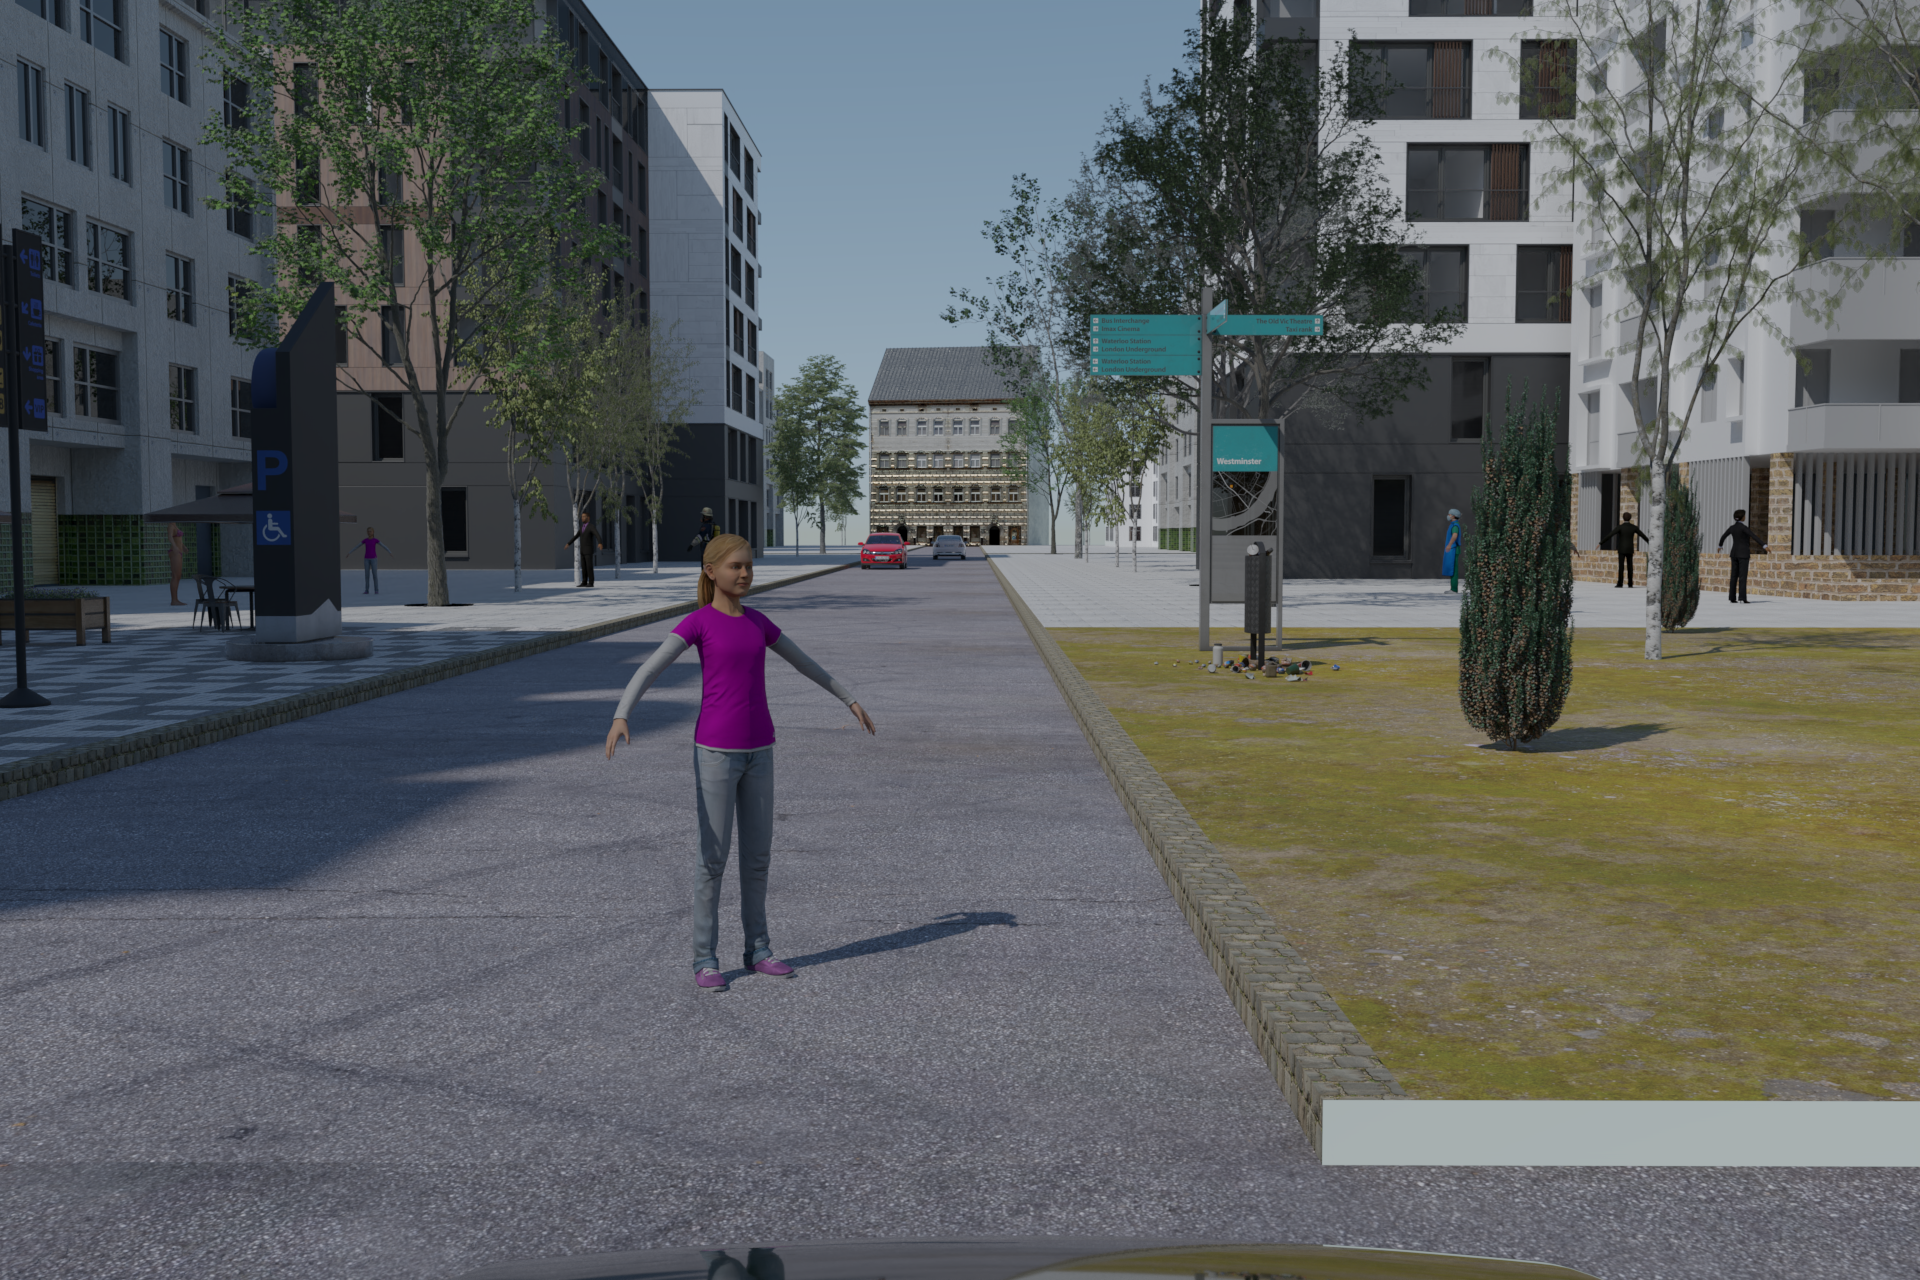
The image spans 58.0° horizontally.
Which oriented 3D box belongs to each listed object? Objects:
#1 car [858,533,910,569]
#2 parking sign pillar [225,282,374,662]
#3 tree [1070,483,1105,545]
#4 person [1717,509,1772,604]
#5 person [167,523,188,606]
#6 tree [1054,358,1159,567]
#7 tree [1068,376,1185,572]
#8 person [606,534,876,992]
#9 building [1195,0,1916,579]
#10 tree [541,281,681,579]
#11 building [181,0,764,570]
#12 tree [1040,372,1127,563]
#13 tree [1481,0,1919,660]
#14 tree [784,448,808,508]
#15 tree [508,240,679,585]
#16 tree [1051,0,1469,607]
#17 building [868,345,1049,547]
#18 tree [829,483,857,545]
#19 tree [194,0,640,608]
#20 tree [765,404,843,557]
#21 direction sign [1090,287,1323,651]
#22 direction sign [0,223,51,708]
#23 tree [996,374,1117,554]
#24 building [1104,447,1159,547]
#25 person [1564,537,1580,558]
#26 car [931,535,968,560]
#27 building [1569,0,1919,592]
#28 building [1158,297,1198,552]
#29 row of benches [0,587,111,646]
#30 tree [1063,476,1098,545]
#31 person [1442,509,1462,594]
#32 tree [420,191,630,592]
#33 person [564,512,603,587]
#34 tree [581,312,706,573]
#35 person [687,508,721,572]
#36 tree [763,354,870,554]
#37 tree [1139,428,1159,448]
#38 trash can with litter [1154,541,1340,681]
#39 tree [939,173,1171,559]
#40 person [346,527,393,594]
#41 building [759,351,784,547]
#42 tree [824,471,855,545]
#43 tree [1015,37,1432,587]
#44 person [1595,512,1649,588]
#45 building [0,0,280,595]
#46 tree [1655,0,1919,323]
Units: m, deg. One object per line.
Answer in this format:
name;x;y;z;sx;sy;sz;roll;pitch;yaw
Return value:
car;-3.114;-3.815;71.410;2.155;1.783;4.494;0;3;0
parking sign pillar;-6.876;-1.803;17.946;1.447;3.967;1.447;0;3;0
tree;14.364;-14.965;195.043;4.737;8.622;4.395;0;3;0
person;14.473;-1.547;32.020;0.721;1.740;1.216;-1;4;-22
person;-14.045;-1.491;31.189;0.721;1.733;1.217;-1;4;-17
tree;5.863;-7.119;66.753;4.737;8.622;4.395;0;3;0
tree;5.805;-6.590;58.104;4.737;8.622;4.395;0;3;0
person;-0.689;0.380;5.505;0.991;1.433;0.599;-3;5;-40
building;22.556;-13.509;64.846;27.936;21.610;32.646;0;4;0
tree;-9.629;-6.074;49.679;4.360;8.622;3.978;0;3;0
building;-24.830;-14.304;77.851;27.936;21.610;32.646;0;4;1
tree;5.657;-7.767;77.346;4.737;8.622;4.395;0;3;0
tree;6.865;-4.106;17.500;4.360;8.622;3.978;0;3;0
tree;-21.865;-17.514;196.716;12.009;13.543;11.850;0;3;0
tree;-9.882;-5.726;43.985;4.360;8.622;3.978;0;3;0
tree;5.087;-5.860;30.218;7.601;10.594;8.767;0;4;2
building;0.284;-22.534;201.823;18.063;23.208;19.493;1;4;10
tree;-13.177;-15.387;201.939;4.360;8.622;3.978;0;3;0
tree;-9.330;-6.406;30.500;9.928;11.665;9.643;0;3;0
tree;-9.035;-9.018;97.812;4.737;8.622;4.395;0;3;0
direction sign;2.685;-1.808;18.328;2.525;3.948;1.411;0;4;-1
direction sign;-6.996;-1.273;12.819;0.379;3.537;0.876;0;4;1
tree;6.034;-11.219;109.189;9.928;11.665;9.643;0;3;0
building;20.100;-14.261;175.307;9.099;9.664;28.070;0;4;1
person;9.162;-1.311;27.566;1.348;1.813;0.705;1;4;14
car;-0.601;-5.232;97.898;2.083;1.381;4.827;0;4;0
building;21.666;-11.541;45.121;16.016;20.090;11.380;0;3;0
building;24.763;-16.034;128.616;16.747;18.905;31.486;0;4;1
row of benches;-11.898;-0.287;20.152;4.104;0.672;1.422;0;4;2
tree;14.062;-15.242;199.571;4.737;8.622;4.395;0;3;0
person;10.540;-1.895;37.108;0.704;1.817;1.347;1;4;17
tree;-9.527;-5.363;38.049;4.737;8.622;4.395;0;3;0
person;-9.007;-2.169;41.687;1.346;1.802;0.704;3;4;38
tree;-9.780;-6.503;56.682;4.360;8.622;3.978;0;3;0
person;-5.546;-1.965;37.908;0.705;1.856;1.354;1;4;20
tree;-9.037;-11.712;109.623;7.486;12.596;7.792;0;3;0
tree;22.930;-17.581;197.824;12.009;13.543;11.850;0;3;0
trash can with litter;2.725;-0.310;16.119;1.678;1.210;2.233;0;4;1
tree;5.497;-14.395;91.245;12.611;20.169;13.585;0;3;0
person;-12.567;-1.690;36.897;0.991;1.433;0.599;0;4;-4
building;-27.329;-18.424;167.689;16.747;18.905;31.486;0;4;1
tree;-13.525;-14.951;194.802;4.737;8.622;4.395;0;3;0
tree;6.344;-8.059;42.128;12.009;13.543;11.850;0;3;0
person;15.843;-2.143;41.229;1.347;1.806;0.705;0;4;4
building;-28.656;-10.353;35.732;16.747;18.905;31.486;0;3;0
tree;7.942;-3.798;12.454;4.360;8.622;3.978;0;3;0
